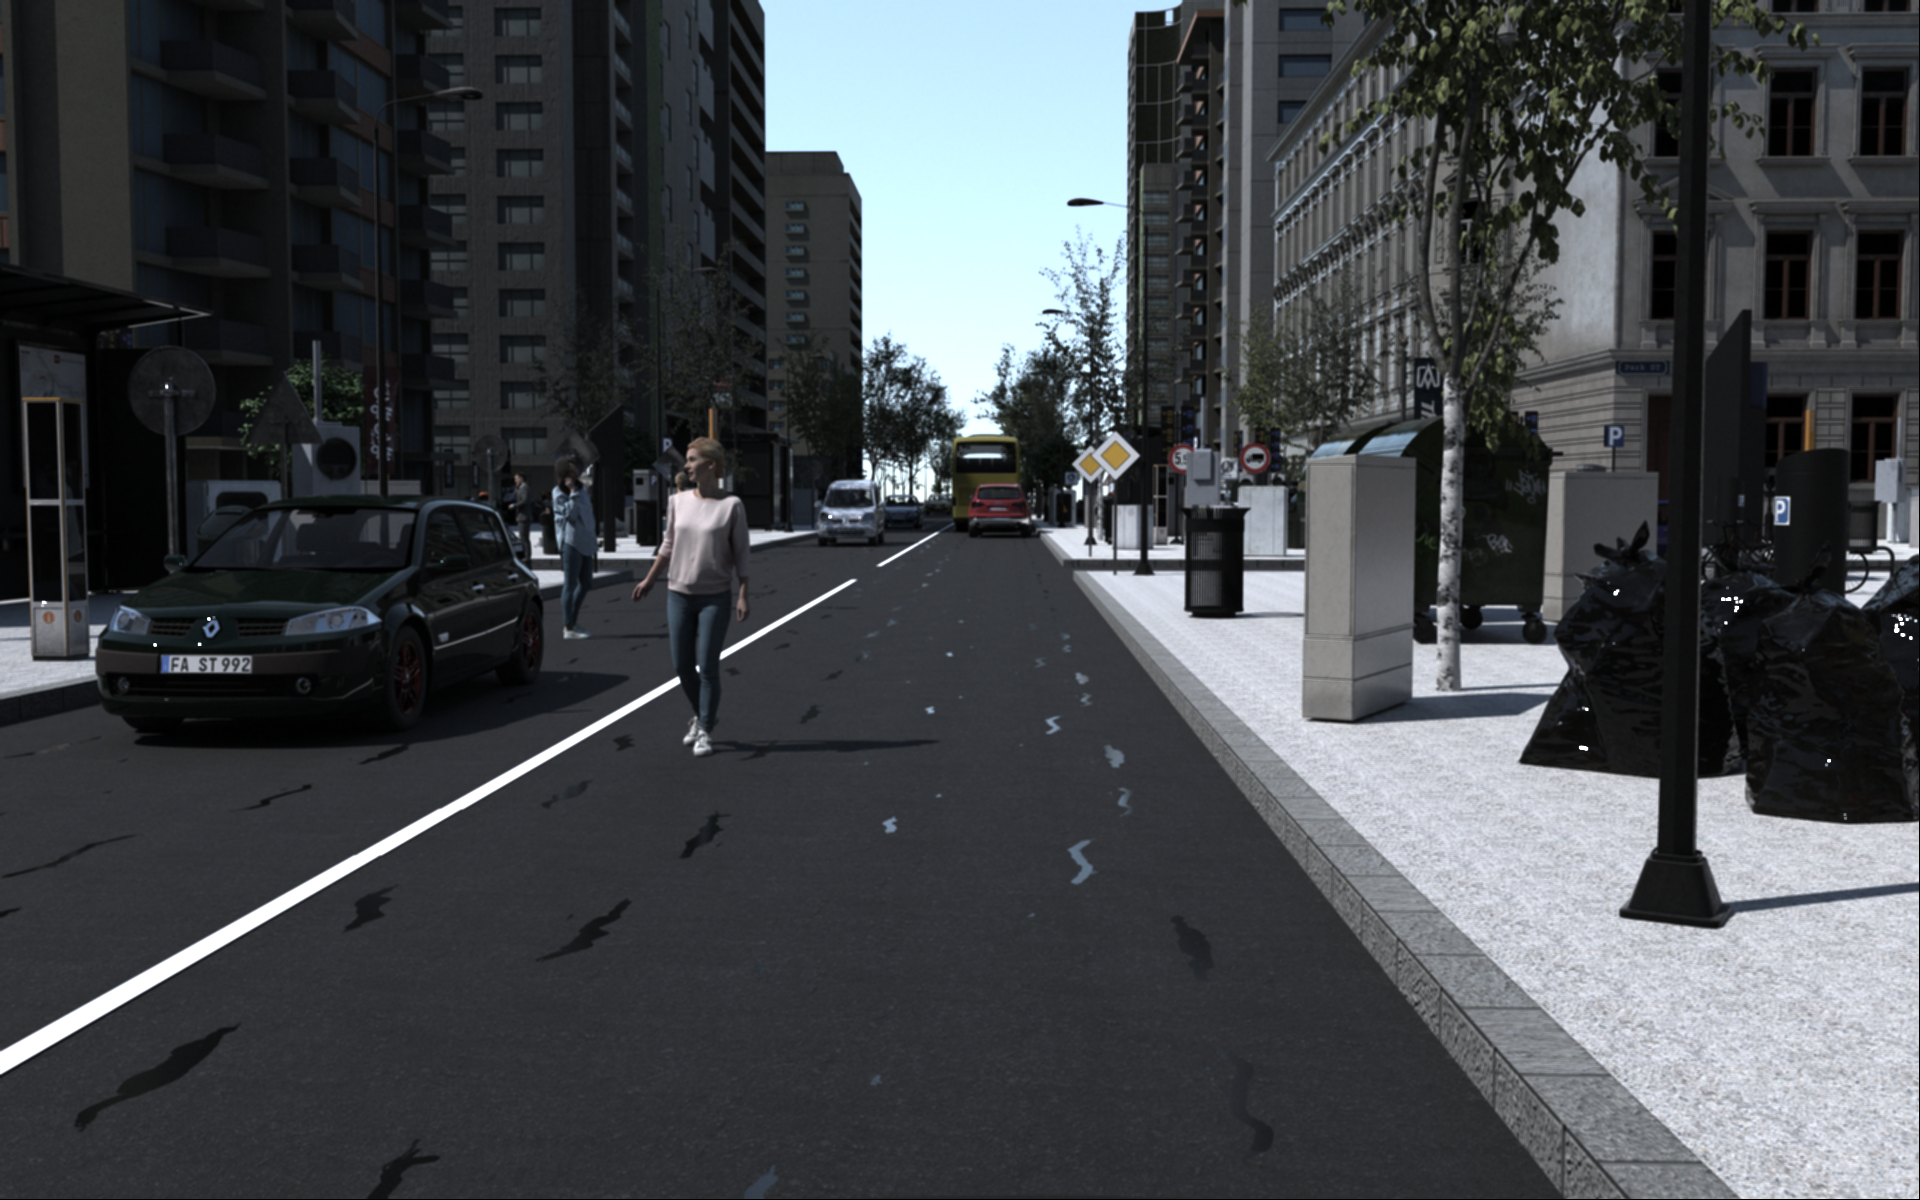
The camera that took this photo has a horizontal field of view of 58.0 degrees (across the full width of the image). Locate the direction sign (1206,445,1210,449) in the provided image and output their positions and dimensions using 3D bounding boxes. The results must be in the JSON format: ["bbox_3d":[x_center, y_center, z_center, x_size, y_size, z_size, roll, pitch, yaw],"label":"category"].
[{"bbox_3d":[11.001,-5.333,79.194,0.876,3.537,0.379,0,4,-5],"label":"direction sign"}]

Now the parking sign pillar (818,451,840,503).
[{"bbox_3d":[-8.241,-7.375,109.055,1.447,3.967,1.447,-2,4,-34],"label":"parking sign pillar"}]

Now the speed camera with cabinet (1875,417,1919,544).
[{"bbox_3d":[24.564,-3.119,45.325,0.660,3.252,2.038,3,5,45],"label":"speed camera with cabinet"}]

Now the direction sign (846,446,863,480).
[{"bbox_3d":[-4.984,-5.503,81.974,0.876,3.537,0.379,2,4,27],"label":"direction sign"}]

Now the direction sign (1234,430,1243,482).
[{"bbox_3d":[9.950,-4.281,61.985,0.379,3.537,0.876,-1,4,-9],"label":"direction sign"}]

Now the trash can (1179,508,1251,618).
[{"bbox_3d":[2.653,-0.393,18.071,0.748,1.137,0.748,0,3,0],"label":"trash can"}]

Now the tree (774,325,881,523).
[{"bbox_3d":[-6.261,-7.657,75.550,4.737,8.622,4.395,0,3,0],"label":"tree"}]

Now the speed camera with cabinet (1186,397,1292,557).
[{"bbox_3d":[5.698,-2.523,35.587,2.038,3.252,0.660,1,4,13],"label":"speed camera with cabinet"}]

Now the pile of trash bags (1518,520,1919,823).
[{"bbox_3d":[4.004,0.152,7.274,1.912,1.369,3.447,-1,4,-20],"label":"pile of trash bags"}]

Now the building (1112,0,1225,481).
[{"bbox_3d":[33.432,-50.067,256.853,20.563,71.187,20.611,0,4,1],"label":"building"}]

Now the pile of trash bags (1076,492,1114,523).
[{"bbox_3d":[6.285,-4.188,78.225,1.912,1.369,3.447,2,4,29],"label":"pile of trash bags"}]

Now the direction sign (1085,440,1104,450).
[{"bbox_3d":[5.642,-4.943,72.810,0.876,3.537,0.379,-2,4,-24],"label":"direction sign"}]

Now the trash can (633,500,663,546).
[{"bbox_3d":[-7.665,-1.895,42.635,0.748,1.137,0.748,0,3,0],"label":"trash can"}]

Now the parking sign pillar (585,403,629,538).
[{"bbox_3d":[-10.499,-3.821,50.942,1.447,3.967,1.447,3,4,36],"label":"parking sign pillar"}]

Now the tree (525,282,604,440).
[{"bbox_3d":[-12.700,-6.685,59.665,4.360,8.622,3.978,0,3,0],"label":"tree"}]

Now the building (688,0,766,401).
[{"bbox_3d":[-28.714,-32.122,148.890,21.300,48.544,21.600,0,4,1],"label":"building"}]

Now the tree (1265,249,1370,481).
[{"bbox_3d":[11.246,-6.281,53.054,4.360,8.622,3.978,0,3,0],"label":"tree"}]

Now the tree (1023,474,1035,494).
[{"bbox_3d":[6.183,-9.809,154.973,1.663,3.219,1.824,0,3,0],"label":"tree"}]

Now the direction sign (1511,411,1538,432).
[{"bbox_3d":[15.334,-3.388,47.386,0.876,3.537,0.379,0,4,3],"label":"direction sign"}]

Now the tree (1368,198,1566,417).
[{"bbox_3d":[12.786,-5.631,42.429,4.360,8.622,3.978,0,3,0],"label":"tree"}]

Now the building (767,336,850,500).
[{"bbox_3d":[-29.247,-23.159,223.685,27.650,21.520,28.899,0,4,1],"label":"building"}]

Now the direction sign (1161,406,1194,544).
[{"bbox_3d":[5.581,-3.214,44.542,0.876,3.537,0.379,-1,4,-11],"label":"direction sign"}]

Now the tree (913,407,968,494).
[{"bbox_3d":[-2.557,-16.943,202.766,9.928,11.665,9.643,0,3,0],"label":"tree"}]

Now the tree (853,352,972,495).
[{"bbox_3d":[-4.149,-14.594,148.977,12.009,13.543,11.850,0,3,0],"label":"tree"}]

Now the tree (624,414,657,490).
[{"bbox_3d":[-13.765,-5.368,71.473,4.285,4.588,4.351,0,3,0],"label":"tree"}]

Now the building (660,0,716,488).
[{"bbox_3d":[-32.771,-32.729,124.358,28.713,52.752,27.495,0,4,1],"label":"building"}]

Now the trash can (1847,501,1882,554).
[{"bbox_3d":[19.265,-1.550,37.001,0.748,1.137,0.748,0,3,0],"label":"trash can"}]

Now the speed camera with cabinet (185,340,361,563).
[{"bbox_3d":[-8.613,-1.679,21.780,0.660,3.252,2.038,3,5,42],"label":"speed camera with cabinet"}]

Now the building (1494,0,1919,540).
[{"bbox_3d":[28.329,-13.265,53.033,21.152,22.565,11.583,0,4,1],"label":"building"}]

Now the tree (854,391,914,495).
[{"bbox_3d":[-5.314,-10.101,115.521,4.360,8.622,3.978,0,3,0],"label":"tree"}]

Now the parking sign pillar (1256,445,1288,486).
[{"bbox_3d":[17.625,-6.787,99.437,1.447,3.967,1.447,-2,4,-30],"label":"parking sign pillar"}]

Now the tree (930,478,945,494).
[{"bbox_3d":[-2.288,-11.831,188.037,1.663,3.219,1.824,0,3,0],"label":"tree"}]

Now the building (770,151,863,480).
[{"bbox_3d":[-25.475,-38.182,247.972,21.300,48.544,21.600,0,4,1],"label":"building"}]

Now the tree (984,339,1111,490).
[{"bbox_3d":[5.852,-10.381,104.147,7.601,10.594,8.767,3,5,40],"label":"tree"}]

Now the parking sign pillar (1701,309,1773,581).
[{"bbox_3d":[11.553,-2.297,26.032,1.447,3.967,1.447,0,4,-5],"label":"parking sign pillar"}]

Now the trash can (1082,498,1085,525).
[{"bbox_3d":[5.197,-3.491,68.731,0.748,1.137,0.748,0,3,0],"label":"trash can"}]

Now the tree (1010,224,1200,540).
[{"bbox_3d":[4.106,-5.955,47.722,4.360,8.622,3.978,0,3,0],"label":"tree"}]

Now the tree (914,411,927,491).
[{"bbox_3d":[-4.158,-10.801,126.962,4.360,8.622,3.978,0,3,0],"label":"tree"}]

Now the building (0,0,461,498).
[{"bbox_3d":[-32.498,-25.131,65.523,22.147,44.769,28.867,0,4,1],"label":"building"}]

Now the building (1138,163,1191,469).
[{"bbox_3d":[29.275,-32.589,216.432,14.154,41.232,14.086,0,4,1],"label":"building"}]

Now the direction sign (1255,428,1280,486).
[{"bbox_3d":[10.476,-4.102,59.057,0.876,3.537,0.379,-1,4,-9],"label":"direction sign"}]

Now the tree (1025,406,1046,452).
[{"bbox_3d":[6.808,-11.382,136.463,4.737,8.622,4.395,0,3,0],"label":"tree"}]

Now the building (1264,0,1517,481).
[{"bbox_3d":[27.157,-19.041,87.735,17.030,29.872,44.131,0,4,1],"label":"building"}]

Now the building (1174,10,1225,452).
[{"bbox_3d":[31.182,-30.726,157.001,22.147,44.769,28.867,0,4,1],"label":"building"}]

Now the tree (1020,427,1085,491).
[{"bbox_3d":[4.872,-6.159,84.417,4.285,4.588,4.351,0,3,0],"label":"tree"}]

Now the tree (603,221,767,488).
[{"bbox_3d":[-7.020,-5.886,46.593,4.360,8.622,3.978,0,3,0],"label":"tree"}]

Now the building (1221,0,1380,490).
[{"bbox_3d":[30.145,-35.848,128.113,21.231,58.520,28.212,0,4,1],"label":"building"}]

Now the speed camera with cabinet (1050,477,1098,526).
[{"bbox_3d":[4.722,-4.667,70.639,2.038,3.252,0.660,-1,4,-10],"label":"speed camera with cabinet"}]

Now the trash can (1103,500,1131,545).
[{"bbox_3d":[3.986,-1.979,44.016,0.748,1.137,0.748,0,3,0],"label":"trash can"}]

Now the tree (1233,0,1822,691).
[{"bbox_3d":[3.431,-3.711,11.041,4.737,8.622,4.395,0,3,0],"label":"tree"}]

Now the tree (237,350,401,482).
[{"bbox_3d":[-14.123,-3.357,38.601,4.285,4.588,4.351,0,3,0],"label":"tree"}]

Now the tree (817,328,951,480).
[{"bbox_3d":[-4.832,-9.982,97.621,7.601,10.594,8.767,2,4,34],"label":"tree"}]

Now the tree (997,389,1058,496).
[{"bbox_3d":[7.121,-15.857,177.395,7.486,12.596,7.792,0,3,0],"label":"tree"}]

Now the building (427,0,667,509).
[{"bbox_3d":[-25.606,-25.547,101.296,14.154,41.232,14.086,0,4,1],"label":"building"}]

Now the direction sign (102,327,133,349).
[{"bbox_3d":[-11.106,-1.892,22.926,0.379,3.537,0.876,0,4,-3],"label":"direction sign"}]

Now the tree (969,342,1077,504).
[{"bbox_3d":[8.058,-22.061,216.578,12.611,20.169,13.585,0,3,0],"label":"tree"}]

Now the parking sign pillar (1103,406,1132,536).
[{"bbox_3d":[5.044,-3.994,53.767,1.447,3.967,1.447,1,4,9],"label":"parking sign pillar"}]

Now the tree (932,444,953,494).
[{"bbox_3d":[-2.113,-18.381,250.897,4.737,8.622,4.395,0,3,0],"label":"tree"}]
